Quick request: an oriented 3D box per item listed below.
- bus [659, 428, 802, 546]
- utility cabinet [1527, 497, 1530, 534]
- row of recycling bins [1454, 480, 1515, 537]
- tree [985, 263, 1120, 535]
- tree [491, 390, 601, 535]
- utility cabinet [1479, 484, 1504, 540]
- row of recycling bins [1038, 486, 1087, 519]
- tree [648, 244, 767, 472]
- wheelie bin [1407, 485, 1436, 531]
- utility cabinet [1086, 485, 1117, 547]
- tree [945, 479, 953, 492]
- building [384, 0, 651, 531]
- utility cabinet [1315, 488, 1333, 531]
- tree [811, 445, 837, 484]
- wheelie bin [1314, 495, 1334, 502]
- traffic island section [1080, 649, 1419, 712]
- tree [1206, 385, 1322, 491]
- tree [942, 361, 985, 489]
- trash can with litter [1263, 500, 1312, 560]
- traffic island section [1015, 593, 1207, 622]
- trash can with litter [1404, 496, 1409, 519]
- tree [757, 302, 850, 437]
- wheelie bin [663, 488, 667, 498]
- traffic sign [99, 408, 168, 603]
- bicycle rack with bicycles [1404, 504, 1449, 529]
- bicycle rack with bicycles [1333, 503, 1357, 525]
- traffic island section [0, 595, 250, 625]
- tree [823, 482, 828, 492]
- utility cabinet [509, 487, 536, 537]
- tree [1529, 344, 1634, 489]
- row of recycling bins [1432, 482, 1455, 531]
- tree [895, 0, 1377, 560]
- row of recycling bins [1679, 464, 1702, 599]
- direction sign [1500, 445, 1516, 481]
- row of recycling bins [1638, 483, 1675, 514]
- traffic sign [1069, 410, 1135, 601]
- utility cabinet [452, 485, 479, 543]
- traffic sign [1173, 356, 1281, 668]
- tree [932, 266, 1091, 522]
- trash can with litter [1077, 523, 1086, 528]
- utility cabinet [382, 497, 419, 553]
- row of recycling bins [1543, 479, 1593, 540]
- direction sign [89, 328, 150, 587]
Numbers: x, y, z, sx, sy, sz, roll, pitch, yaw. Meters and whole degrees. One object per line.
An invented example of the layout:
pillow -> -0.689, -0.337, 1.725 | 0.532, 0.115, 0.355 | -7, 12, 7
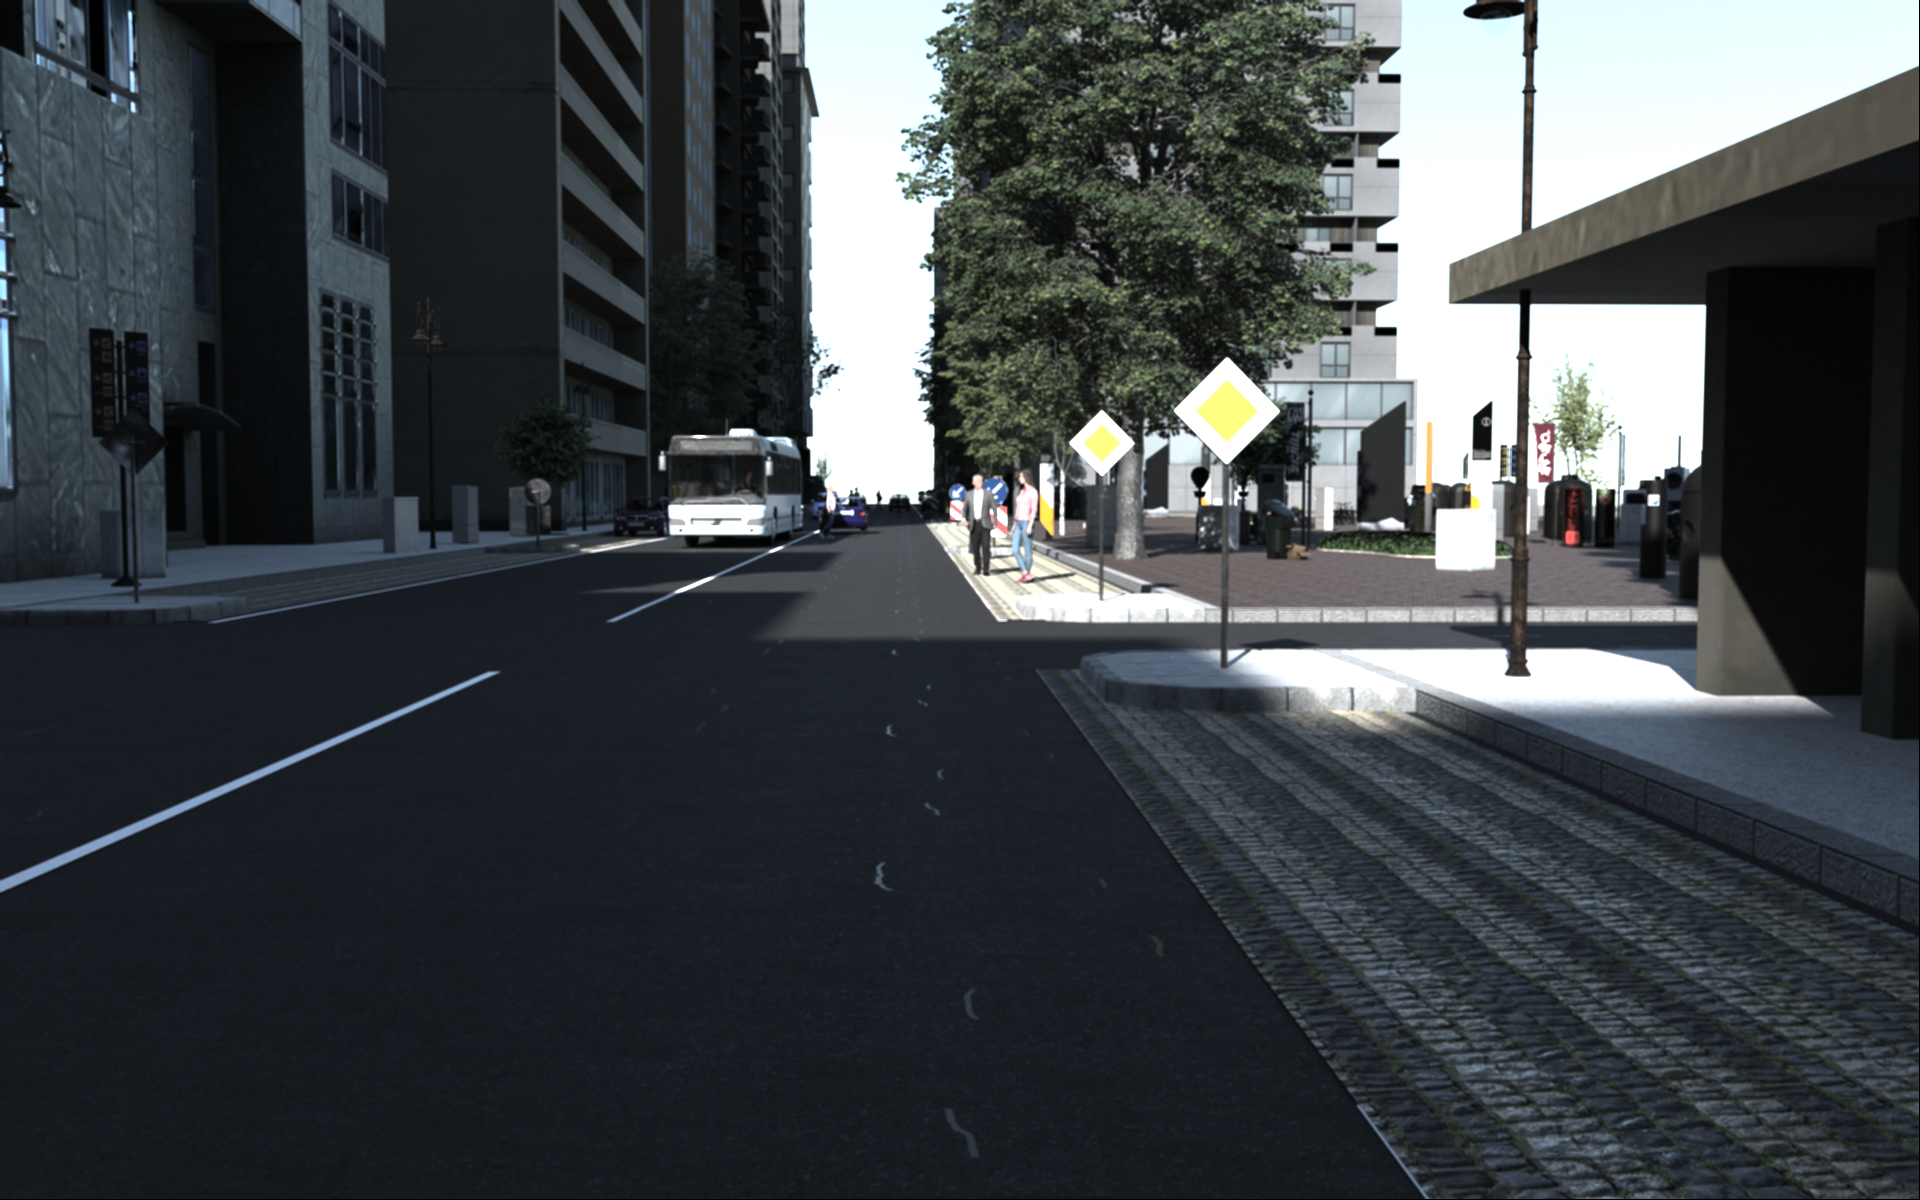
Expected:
bus -> -6.464, -3.436, 51.041 | 2.948, 3.499, 13.247 | 0, 4, -1
utility cabinet -> 18.166, -2.737, 55.916 | 0.306, 1.237, 1.020 | 0, 4, 8
row of recycling bins -> 16.441, -2.840, 53.540 | 1.069, 1.692, 3.534 | 0, 4, -1
tree -> 3.431, -6.341, 54.038 | 4.360, 8.622, 3.978 | 0, 3, 0
tree -> -13.000, -4.334, 54.577 | 4.285, 4.588, 4.351 | 0, 3, 0
utility cabinet -> 12.081, -1.879, 39.405 | 0.318, 1.500, 1.173 | 2, 4, 30
row of recycling bins -> 5.335, -5.076, 90.112 | 1.069, 1.692, 3.534 | -3, 4, -36
tree -> -14.825, -11.177, 89.403 | 9.857, 13.997, 8.962 | 0, 3, 0
wheelie bin -> 16.013, -3.185, 59.982 | 0.980, 1.594, 0.693 | 0, 4, -2
utility cabinet -> 3.610, -2.012, 41.582 | 1.173, 1.500, 0.318 | -2, 4, -26
tree -> -0.628, -11.410, 181.158 | 1.663, 3.219, 1.824 | 0, 3, 0
building -> -24.685, -27.189, 68.237 | 21.300, 48.544, 21.600 | 0, 4, -2
utility cabinet -> 12.694, -3.158, 60.314 | 0.318, 1.500, 1.173 | 0, 4, -4
tree -> -20.207, -18.676, 255.712 | 4.360, 8.622, 3.978 | 0, 3, 0
wheelie bin -> 18.960, -5.035, 90.224 | 0.980, 1.594, 0.693 | 1, 4, 10
traffic island section -> 1.970, 0.580, 12.796 | 2.009, 0.180, 2.903 | 0, 4, -2
tree -> 9.193, -4.218, 52.676 | 4.285, 4.588, 4.351 | 0, 3, 0
tree -> 1.201, -8.555, 90.238 | 4.360, 8.622, 3.978 | 0, 3, 0
trash can with litter -> 6.489, -1.392, 34.139 | 0.624, 1.170, 1.055 | -3, 4, -37
traffic island section -> 1.712, 0.092, 20.777 | 2.009, 0.180, 2.903 | 0, 4, -2
trash can with litter -> 22.016, -4.639, 86.899 | 1.678, 1.210, 2.233 | -3, 5, -42
tree -> -16.846, -19.117, 168.447 | 12.611, 20.169, 13.585 | 0, 3, 0
wheelie bin -> -15.657, -5.255, 93.826 | 0.980, 1.594, 0.693 | 0, 4, -5
traffic sign -> -9.700, -1.022, 20.353 | 0.795, 2.450, 0.064 | 0, 4, -2
bicycle rack with bicycles -> 17.760, -3.086, 63.834 | 2.852, 0.926, 2.925 | -3, 4, -36
bicycle rack with bicycles -> 16.533, -3.608, 72.379 | 2.925, 0.926, 2.852 | -3, 5, -43
traffic island section -> -9.723, 0.114, 20.414 | 2.009, 0.180, 2.903 | 0, 4, -2
tree -> -20.022, -15.706, 251.399 | 1.663, 3.219, 1.824 | 0, 3, 0
utility cabinet -> -13.140, -2.649, 51.985 | 0.318, 1.500, 1.173 | -3, 5, -40
tree -> 29.692, -8.189, 84.245 | 4.737, 8.622, 4.395 | 0, 3, 0
row of recycling bins -> 18.152, -3.314, 61.296 | 3.534, 1.692, 1.069 | 0, 4, -6
tree -> 3.399, -7.787, 33.976 | 9.857, 13.997, 8.962 | 0, 3, 0
row of recycling bins -> 10.615, -0.843, 20.894 | 3.534, 1.692, 1.069 | 1, 4, 16
direction sign -> 25.113, -5.337, 79.259 | 0.876, 3.537, 0.379 | 0, 4, -8
row of recycling bins -> 26.278, -3.425, 63.106 | 1.069, 1.692, 3.534 | -2, 4, -34
traffic sign -> 1.689, -1.043, 20.699 | 0.795, 2.450, 0.064 | 0, 4, -2
utility cabinet -> -12.858, -2.224, 45.048 | 0.318, 1.500, 1.173 | -2, 4, -35
traffic sign -> 1.947, -0.555, 12.718 | 0.795, 2.450, 0.064 | 0, 4, -2
tree -> 2.661, -9.808, 78.480 | 7.486, 12.596, 7.792 | 0, 3, 0
trash can with litter -> 5.199, -3.248, 64.166 | 1.678, 1.210, 2.233 | -2, 4, -26
utility cabinet -> -12.268, -1.641, 37.990 | 0.306, 1.237, 1.020 | 1, 4, 13
row of recycling bins -> 17.386, -2.605, 49.700 | 1.069, 1.692, 3.534 | 1, 4, 10
direction sign -> -11.639, -1.962, 24.072 | 0.379, 3.537, 0.876 | 2, 4, 28
